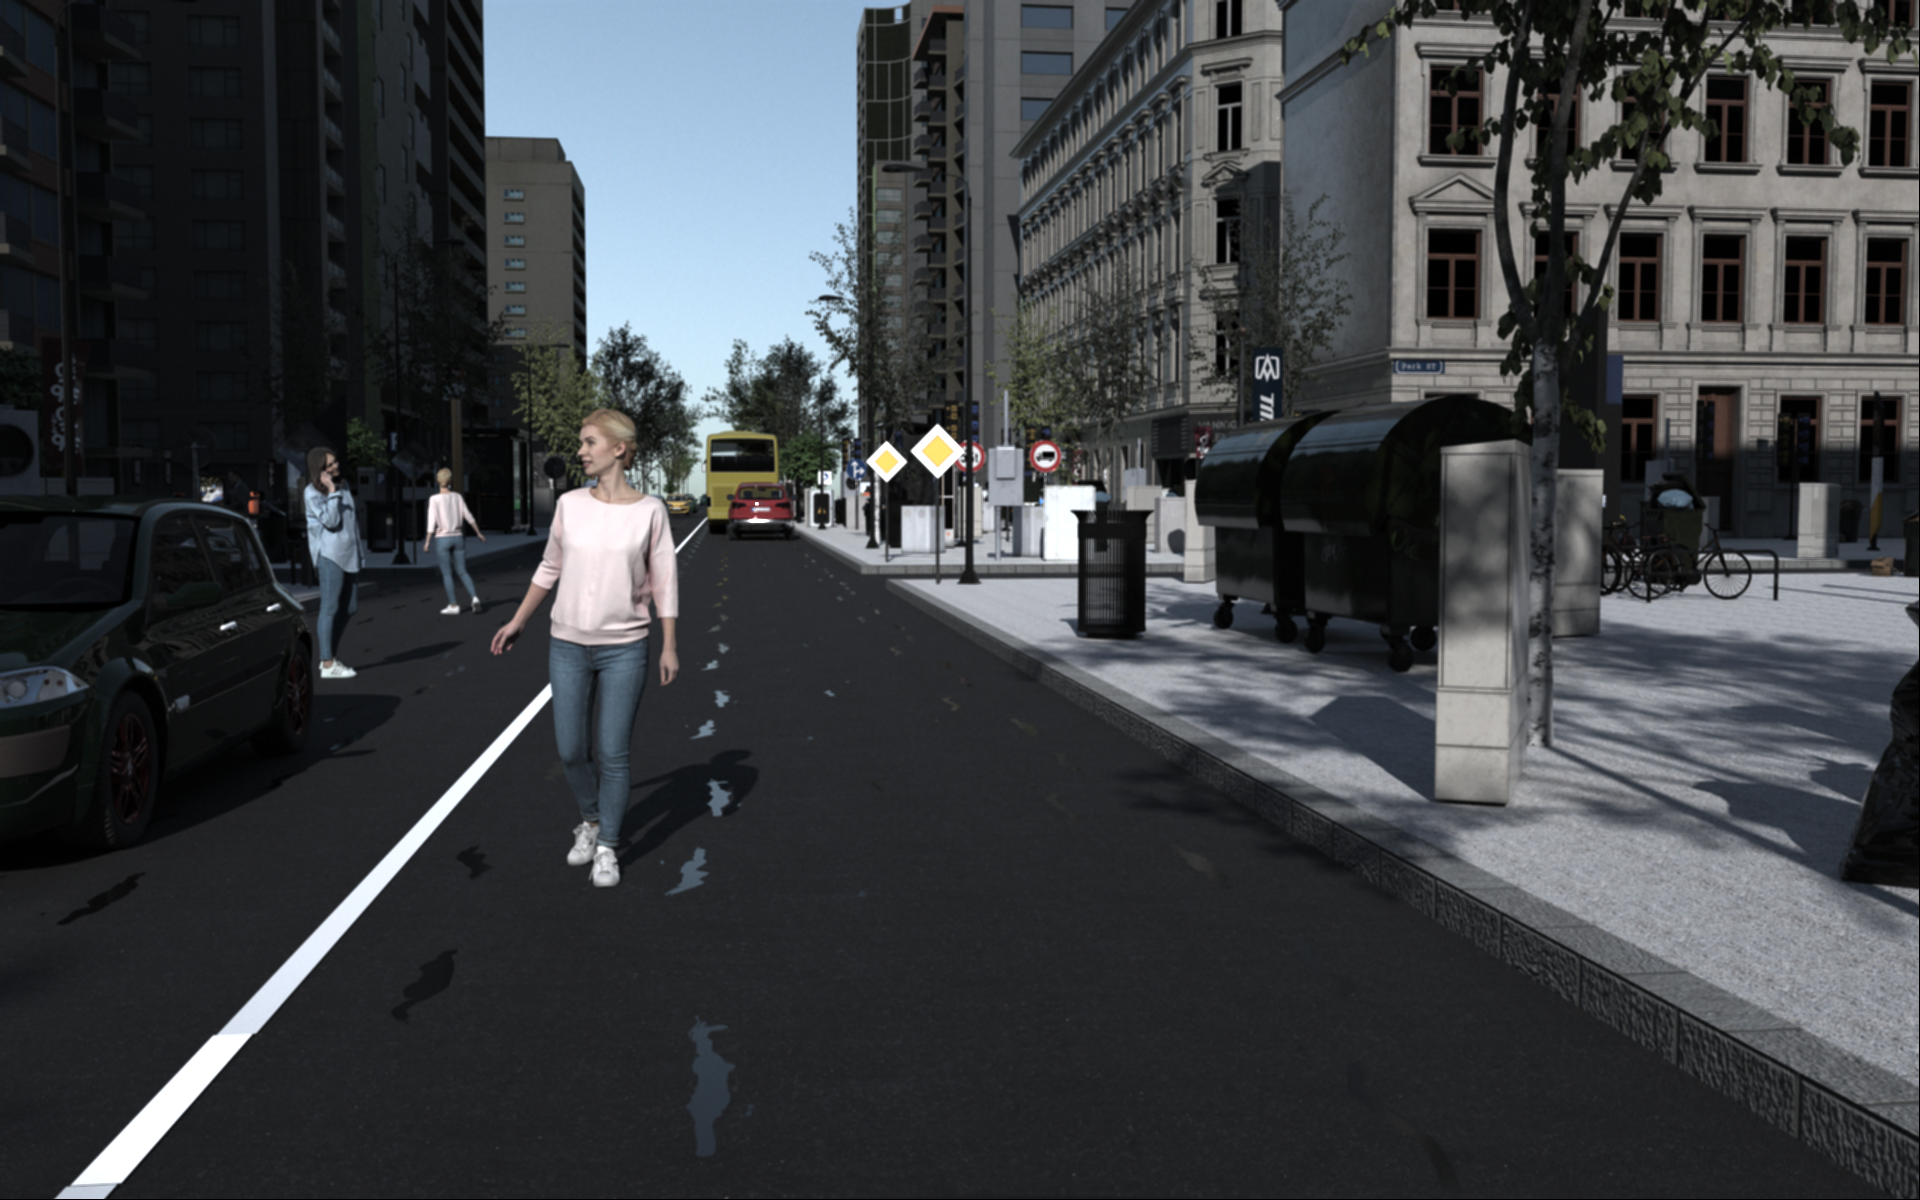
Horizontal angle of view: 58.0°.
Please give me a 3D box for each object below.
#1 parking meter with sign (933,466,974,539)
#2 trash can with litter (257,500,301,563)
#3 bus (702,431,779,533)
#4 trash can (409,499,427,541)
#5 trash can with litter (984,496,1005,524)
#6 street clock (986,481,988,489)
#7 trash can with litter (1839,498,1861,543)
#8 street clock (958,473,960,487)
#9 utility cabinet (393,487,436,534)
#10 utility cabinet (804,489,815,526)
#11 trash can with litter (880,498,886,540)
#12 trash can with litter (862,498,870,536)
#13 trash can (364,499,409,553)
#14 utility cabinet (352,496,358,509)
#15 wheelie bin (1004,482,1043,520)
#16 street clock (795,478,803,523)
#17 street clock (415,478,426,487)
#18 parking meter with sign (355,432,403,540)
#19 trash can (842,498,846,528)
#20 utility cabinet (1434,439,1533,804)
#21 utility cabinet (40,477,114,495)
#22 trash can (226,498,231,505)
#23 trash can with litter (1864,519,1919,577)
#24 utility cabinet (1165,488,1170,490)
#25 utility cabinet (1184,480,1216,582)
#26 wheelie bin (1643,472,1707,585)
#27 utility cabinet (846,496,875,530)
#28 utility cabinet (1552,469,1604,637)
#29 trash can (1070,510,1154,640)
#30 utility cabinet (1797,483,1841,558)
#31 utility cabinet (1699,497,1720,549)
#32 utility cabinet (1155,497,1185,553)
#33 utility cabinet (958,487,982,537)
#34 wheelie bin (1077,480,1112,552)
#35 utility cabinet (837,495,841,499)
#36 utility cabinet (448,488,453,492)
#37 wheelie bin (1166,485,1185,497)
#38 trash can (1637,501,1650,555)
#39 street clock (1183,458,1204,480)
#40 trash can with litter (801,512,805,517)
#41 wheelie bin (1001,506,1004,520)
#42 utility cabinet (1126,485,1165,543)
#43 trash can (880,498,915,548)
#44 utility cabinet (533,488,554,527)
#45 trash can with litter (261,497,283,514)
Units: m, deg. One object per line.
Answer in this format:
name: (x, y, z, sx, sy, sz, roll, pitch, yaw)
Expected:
parking meter with sign: (-0.436, -3.275, 49.812, 1.738, 3.016, 0.543, -1, 4, -15)
trash can with litter: (-12.503, -1.273, 32.198, 1.055, 1.170, 0.624, -1, 4, -10)
bus: (-8.454, -4.585, 66.512, 2.896, 3.916, 12.252, -1, 4, -8)
trash can: (-14.947, -2.185, 47.377, 0.748, 1.137, 0.748, 0, 3, 0)
trash can with litter: (1.262, -3.966, 75.896, 1.678, 1.210, 2.233, 0, 4, -1)
street clock: (1.647, -5.532, 95.022, 0.471, 2.002, 0.358, 3, 5, 41)
trash can with litter: (23.326, -2.093, 45.600, 1.055, 1.170, 0.624, -2, 4, -35)
street clock: (-0.136, -3.362, 59.538, 0.358, 2.002, 0.471, -1, 4, -15)
utility cabinet: (-17.517, -2.866, 55.535, 1.173, 1.500, 0.318, -1, 4, -9)
utility cabinet: (-6.032, -3.731, 69.687, 0.318, 1.500, 1.173, 0, 4, 2)
trash can with litter: (-1.744, -2.238, 47.974, 1.055, 1.170, 0.624, 1, 4, 15)
trash can with litter: (-2.438, -2.557, 53.192, 1.055, 1.170, 0.624, -1, 4, -18)
trash can: (-12.723, -1.616, 38.082, 0.748, 1.137, 0.748, 0, 3, 0)
utility cabinet: (-21.512, -3.088, 61.655, 0.306, 1.237, 1.020, 3, 5, 40)
wheelie bin: (1.705, -2.231, 44.380, 0.980, 1.594, 0.693, 0, 4, 7)
street clock: (-7.121, -4.405, 76.599, 0.358, 2.002, 0.471, 0, 4, 8)
street clock: (-24.328, -4.500, 78.147, 0.471, 2.002, 0.358, -2, 4, -26)
parking meter with sign: (-16.594, -3.217, 48.861, 1.738, 3.016, 0.543, 1, 4, 21)
trash can: (-4.153, -3.317, 65.878, 0.748, 1.137, 0.748, 0, 3, 0)
utility cabinet: (2.301, 0.065, 7.610, 0.318, 1.500, 1.173, 1, 4, 21)
utility cabinet: (-12.097, -0.902, 23.422, 1.173, 1.500, 0.318, -3, 5, -40)
trash can: (-27.730, -3.278, 65.253, 0.748, 1.137, 0.748, 0, 3, 0)
trash can with litter: (14.642, -0.946, 26.862, 1.055, 1.170, 0.624, 2, 4, 35)
utility cabinet: (7.993, -3.510, 66.066, 0.318, 1.500, 1.173, 1, 4, 15)
utility cabinet: (3.540, -1.022, 25.394, 0.318, 1.500, 1.173, 1, 4, 19)
wheelie bin: (10.135, -1.021, 24.605, 0.693, 1.594, 0.980, 0, 4, -3)
utility cabinet: (-3.594, -3.146, 62.605, 1.020, 1.237, 0.306, 1, 4, 8)
utility cabinet: (5.198, -0.414, 15.448, 1.173, 1.500, 0.318, -2, 4, -30)
trash can: (1.355, -0.232, 15.454, 0.748, 1.137, 0.748, 0, 3, 0)
utility cabinet: (17.088, -1.575, 34.423, 1.173, 1.500, 0.318, -3, 5, -40)
utility cabinet: (17.608, -1.830, 41.087, 0.306, 1.237, 1.020, 0, 4, -6)
utility cabinet: (4.754, -1.621, 37.665, 1.020, 1.237, 0.306, -1, 4, -15)
utility cabinet: (0.070, -2.597, 51.137, 1.173, 1.500, 0.318, 0, 4, 4)
wheelie bin: (2.926, -1.876, 38.582, 0.980, 1.594, 0.693, 2, 4, 32)
utility cabinet: (-6.083, -4.787, 89.435, 0.306, 1.237, 1.020, 1, 4, 13)
utility cabinet: (-18.401, -3.263, 62.036, 1.173, 1.500, 0.318, 0, 4, 4)
wheelie bin: (7.522, -3.178, 59.861, 0.693, 1.594, 0.980, 2, 4, 34)
trash can: (14.761, -1.536, 36.767, 0.748, 1.137, 0.748, 0, 3, 0)
street clock: (4.707, -1.836, 34.596, 0.471, 2.002, 0.358, 3, 5, 43)
trash can with litter: (-8.981, -5.318, 98.342, 1.055, 1.170, 0.624, -2, 4, -34)
wheelie bin: (2.239, -4.842, 87.079, 0.980, 1.594, 0.693, 1, 4, 17)
utility cabinet: (4.781, -2.225, 45.059, 0.318, 1.500, 1.173, 3, 5, 42)
trash can: (-1.437, -1.812, 41.284, 0.748, 1.137, 0.748, 0, 3, 0)
utility cabinet: (-16.041, -3.516, 66.164, 1.173, 1.500, 0.318, 2, 4, 25)
trash can with litter: (-16.383, -1.873, 41.689, 1.678, 1.210, 2.233, 1, 4, 15)
